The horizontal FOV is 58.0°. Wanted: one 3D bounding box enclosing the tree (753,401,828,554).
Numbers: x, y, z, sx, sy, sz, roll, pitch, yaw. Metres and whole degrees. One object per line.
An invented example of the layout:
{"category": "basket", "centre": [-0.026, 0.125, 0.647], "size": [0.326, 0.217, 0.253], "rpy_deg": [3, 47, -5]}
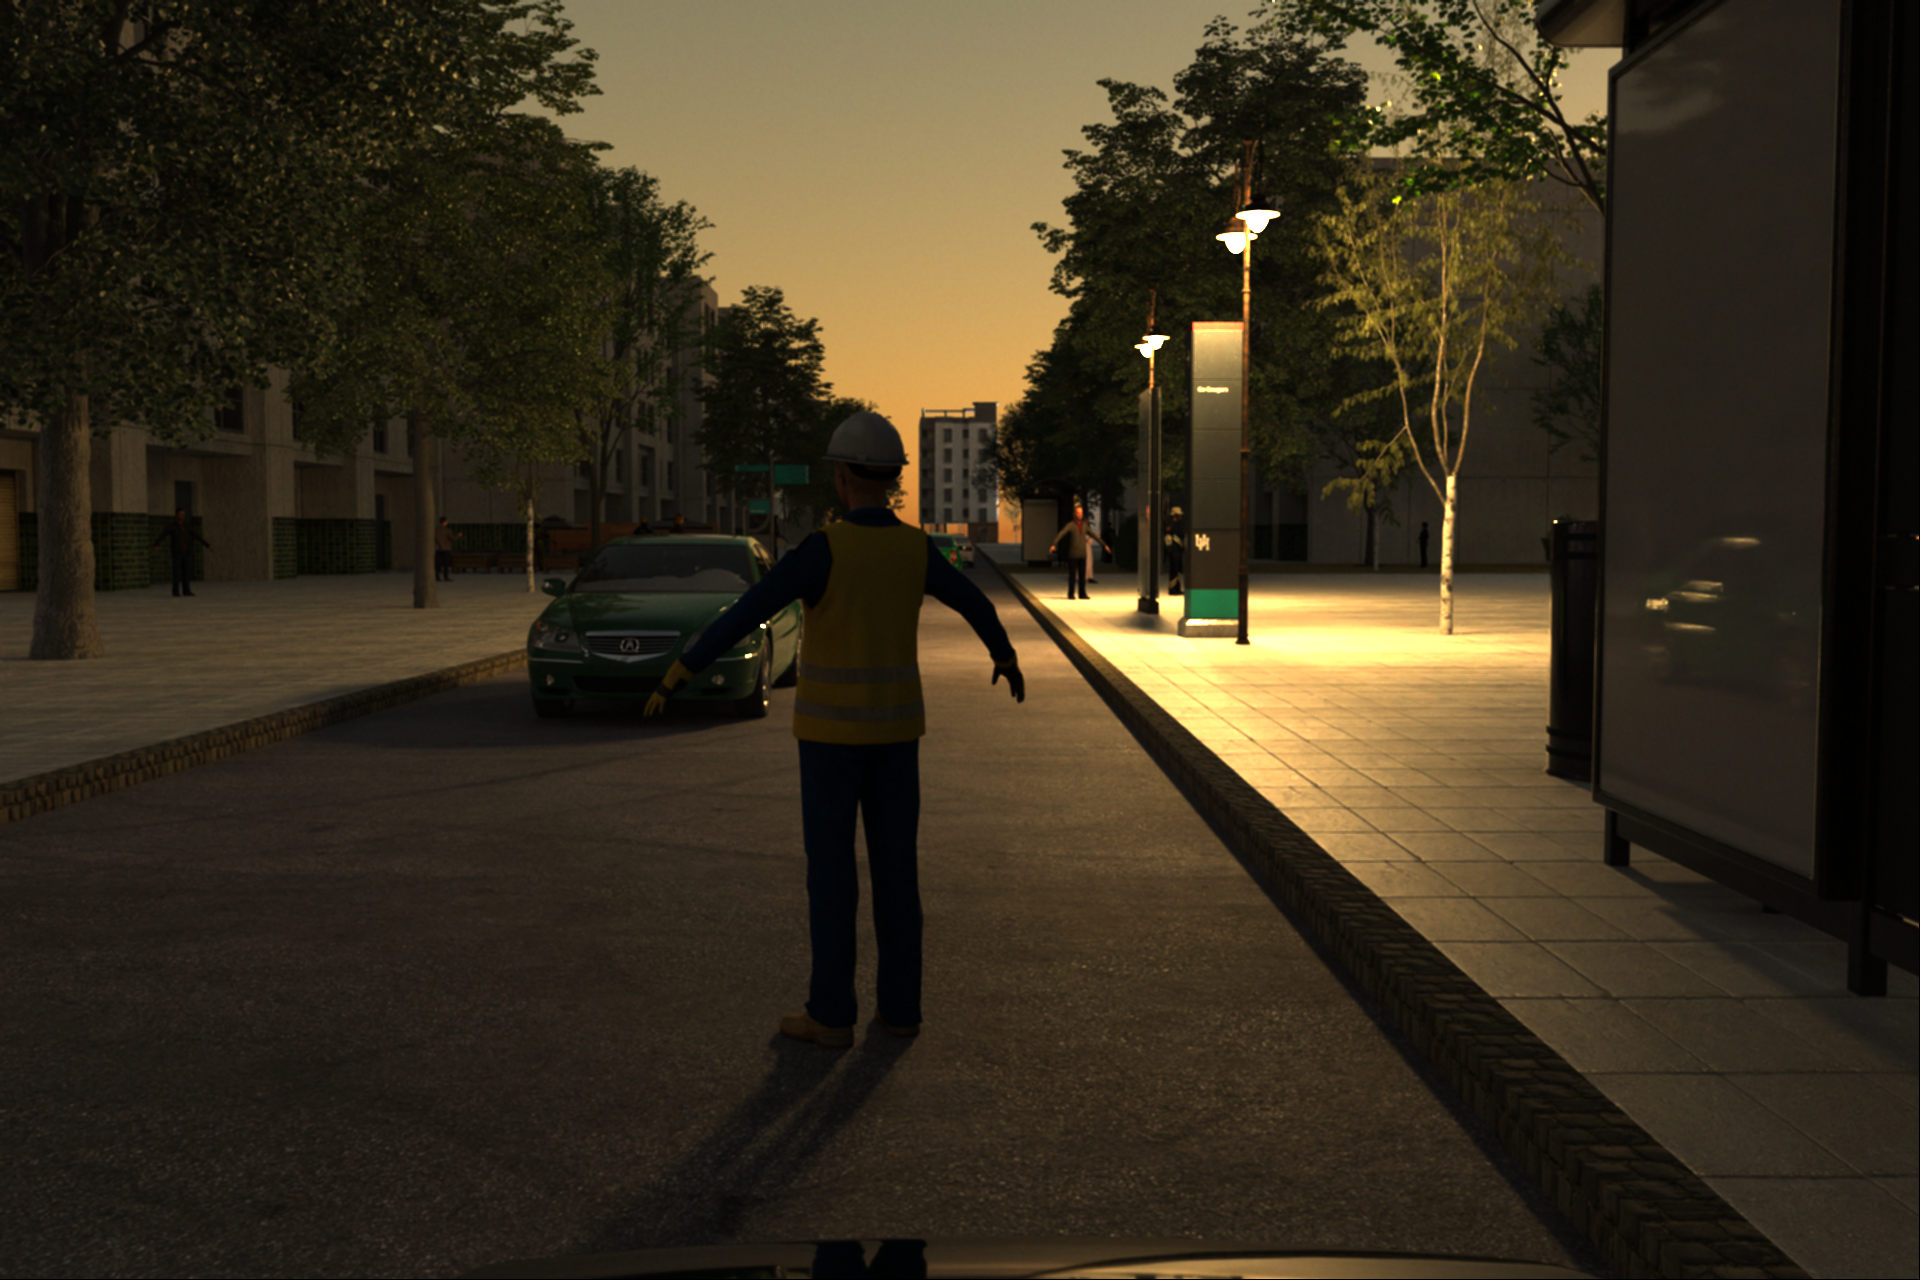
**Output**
{"category": "tree", "centre": [-9.149, -8.738, 93.230], "size": [4.737, 8.622, 4.395], "rpy_deg": [0, 3, 0]}

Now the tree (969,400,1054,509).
{"category": "tree", "centre": [5.903, -15.104, 157.316], "size": [12.009, 13.543, 11.850], "rpy_deg": [0, 3, 0]}

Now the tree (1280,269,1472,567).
{"category": "tree", "centre": [16.244, -8.730, 68.487], "size": [9.928, 11.665, 9.643], "rpy_deg": [0, 3, 0]}

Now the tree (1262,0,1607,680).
{"category": "tree", "centre": [5.784, -5.414, 14.267], "size": [9.928, 11.665, 9.643], "rpy_deg": [0, 3, 0]}

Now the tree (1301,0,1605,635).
{"category": "tree", "centre": [6.138, -4.359, 21.634], "size": [4.360, 8.622, 3.978], "rpy_deg": [0, 3, 0]}

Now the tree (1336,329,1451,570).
{"category": "tree", "centre": [14.914, -6.758, 60.849], "size": [4.737, 8.622, 4.395], "rpy_deg": [0, 3, 0]}

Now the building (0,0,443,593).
{"category": "building", "centre": [-27.251, -11.045, 47.042], "size": [16.747, 18.905, 31.486], "rpy_deg": [0, 3, 0]}

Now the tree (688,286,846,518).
{"category": "tree", "centre": [-9.170, -9.897, 79.947], "size": [7.486, 12.596, 7.792], "rpy_deg": [0, 3, 0]}

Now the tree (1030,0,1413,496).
{"category": "tree", "centre": [6.481, -8.316, 42.621], "size": [9.857, 13.997, 8.962], "rpy_deg": [0, 3, 0]}

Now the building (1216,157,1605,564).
{"category": "building", "centre": [23.514, -13.678, 90.100], "size": [16.747, 18.905, 31.486], "rpy_deg": [0, 4, 0]}

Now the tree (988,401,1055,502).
{"category": "tree", "centre": [6.012, -12.734, 133.951], "size": [9.928, 11.665, 9.643], "rpy_deg": [0, 3, 0]}

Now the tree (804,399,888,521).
{"category": "tree", "centre": [-8.844, -12.644, 132.489], "size": [9.928, 11.665, 9.643], "rpy_deg": [0, 3, 0]}

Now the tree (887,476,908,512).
{"category": "tree", "centre": [-11.431, -19.772, 249.025], "size": [9.928, 11.665, 9.643], "rpy_deg": [0, 3, 0]}

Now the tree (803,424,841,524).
{"category": "tree", "centre": [-9.297, -10.033, 114.400], "size": [4.737, 8.622, 4.395], "rpy_deg": [0, 3, 0]}

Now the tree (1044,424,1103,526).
{"category": "tree", "centre": [6.643, -9.442, 104.741], "size": [4.737, 8.622, 4.395], "rpy_deg": [0, 3, 0]}

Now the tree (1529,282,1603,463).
{"category": "tree", "centre": [26.928, -8.825, 70.046], "size": [9.928, 11.665, 9.643], "rpy_deg": [0, 3, 0]}

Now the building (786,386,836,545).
{"category": "building", "centre": [-25.441, -23.501, 215.170], "size": [19.493, 23.208, 18.063], "rpy_deg": [0, 4, 1]}

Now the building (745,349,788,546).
{"category": "building", "centre": [-24.028, -19.630, 177.370], "size": [16.016, 20.090, 11.380], "rpy_deg": [0, 4, 1]}

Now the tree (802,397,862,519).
{"category": "tree", "centre": [-9.906, -13.806, 143.850], "size": [7.486, 12.596, 7.792], "rpy_deg": [0, 3, 0]}

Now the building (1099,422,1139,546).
{"category": "building", "centre": [24.672, -19.582, 186.621], "size": [16.747, 18.905, 31.486], "rpy_deg": [0, 3, 0]}

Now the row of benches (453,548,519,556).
{"category": "row of benches", "centre": [-20.762, -3.661, 75.319], "size": [1.422, 0.672, 4.104], "rpy_deg": [2, 4, 25]}

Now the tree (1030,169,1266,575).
{"category": "tree", "centre": [6.101, -8.367, 54.923], "size": [7.486, 12.596, 7.792], "rpy_deg": [0, 3, 0]}

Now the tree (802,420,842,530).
{"category": "tree", "centre": [-8.766, -9.700, 108.955], "size": [4.737, 8.622, 4.395], "rpy_deg": [0, 3, 0]}

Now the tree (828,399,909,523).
{"category": "tree", "centre": [-9.600, -15.591, 161.565], "size": [9.857, 13.997, 8.962], "rpy_deg": [0, 3, 0]}

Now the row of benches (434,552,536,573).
{"category": "row of benches", "centre": [-16.046, -2.623, 58.355], "size": [4.104, 0.672, 1.422], "rpy_deg": [1, 4, 21]}

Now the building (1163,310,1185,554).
{"category": "building", "centre": [22.893, -17.696, 120.261], "size": [19.493, 23.208, 18.063], "rpy_deg": [0, 4, 0]}

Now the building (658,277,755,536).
{"category": "building", "centre": [-26.210, -16.442, 135.283], "size": [16.747, 18.905, 31.486], "rpy_deg": [0, 4, 0]}

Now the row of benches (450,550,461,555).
{"category": "row of benches", "centre": [-21.005, -3.276, 69.020], "size": [1.422, 0.672, 4.104], "rpy_deg": [0, 4, 7]}

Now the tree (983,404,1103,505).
{"category": "tree", "centre": [5.944, -10.967, 113.716], "size": [8.767, 10.594, 7.601], "rpy_deg": [-1, 4, -13]}

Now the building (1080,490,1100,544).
{"category": "building", "centre": [20.825, -17.212, 223.561], "size": [9.099, 9.664, 28.070], "rpy_deg": [0, 4, 0]}

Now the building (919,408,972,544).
{"category": "building", "centre": [-5.484, -23.999, 251.252], "size": [11.380, 20.090, 16.016], "rpy_deg": [-1, 4, -9]}

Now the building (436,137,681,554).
{"category": "building", "centre": [-26.032, -13.869, 93.215], "size": [16.747, 18.905, 31.486], "rpy_deg": [0, 4, 0]}

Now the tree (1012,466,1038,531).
{"category": "tree", "centre": [6.098, -11.726, 142.076], "size": [4.360, 8.622, 3.978], "rpy_deg": [0, 3, 0]}

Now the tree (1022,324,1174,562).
{"category": "tree", "centre": [6.777, -9.344, 78.533], "size": [9.928, 11.665, 9.643], "rpy_deg": [0, 3, 0]}

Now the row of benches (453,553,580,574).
{"category": "row of benches", "centre": [-14.437, -2.482, 56.052], "size": [4.104, 0.672, 1.422], "rpy_deg": [0, 4, -4]}

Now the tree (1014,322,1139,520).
{"category": "tree", "centre": [6.311, -10.521, 90.142], "size": [7.486, 12.596, 7.792], "rpy_deg": [0, 3, 0]}
